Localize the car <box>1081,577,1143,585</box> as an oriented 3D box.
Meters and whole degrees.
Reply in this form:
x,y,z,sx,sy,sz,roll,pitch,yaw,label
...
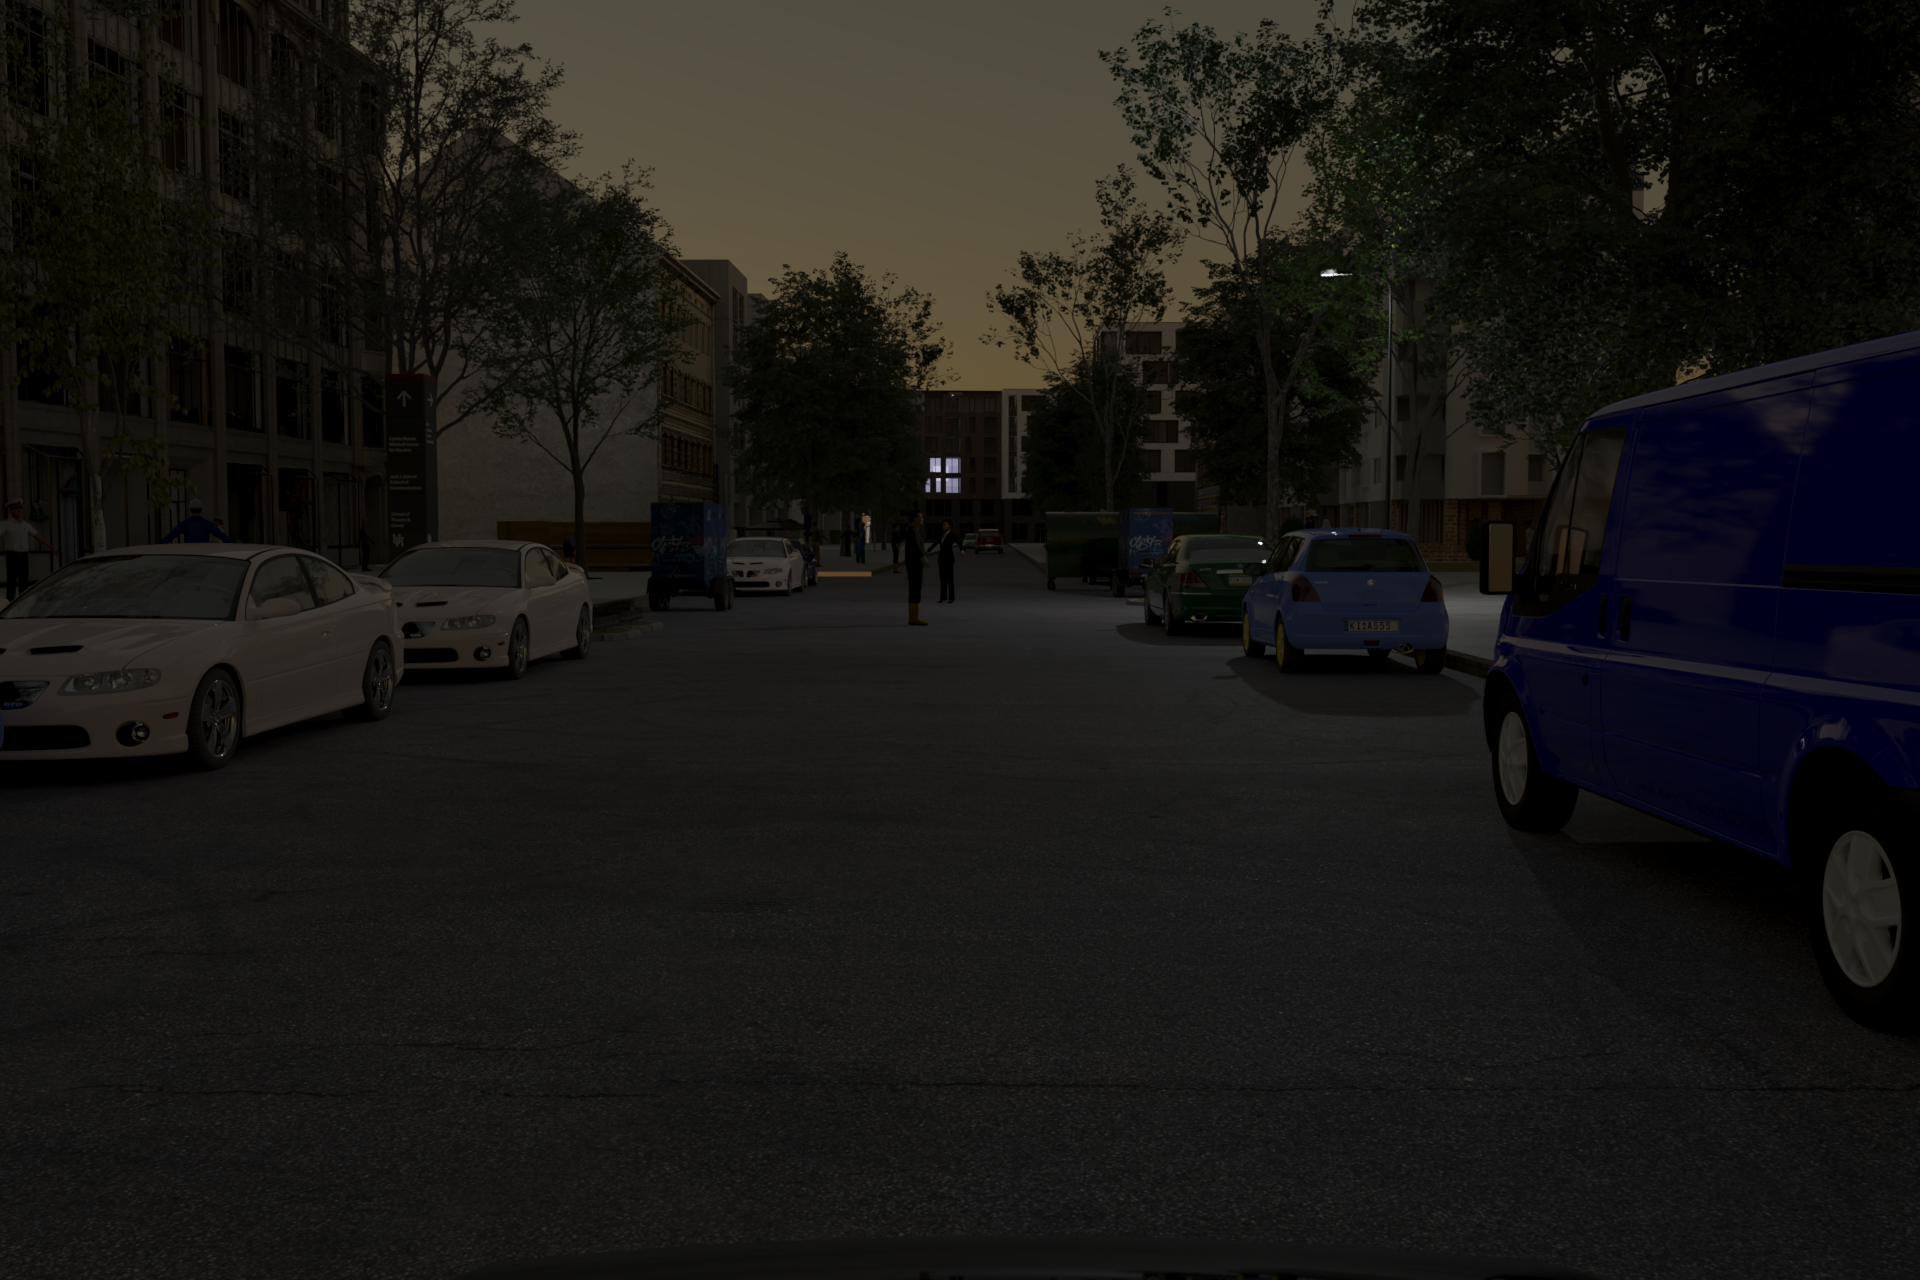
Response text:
x,y,z,sx,sy,sz,roll,pitch,yaw,label
4.495,-2.515,50.158,2.155,1.783,4.494,0,4,0,car

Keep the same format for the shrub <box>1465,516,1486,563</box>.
x,y,z,sx,sy,sz,roll,pitch,yaw,label
23.329,-4.471,77.149,1.661,2.075,1.752,0,3,0,shrub

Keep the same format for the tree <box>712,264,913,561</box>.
x,y,z,sx,sy,sz,roll,pitch,yaw,label
-6.956,-10.790,83.076,9.857,13.997,8.962,0,3,0,tree

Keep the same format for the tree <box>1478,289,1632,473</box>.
x,y,z,sx,sy,sz,roll,pitch,yaw,label
25.092,-8.895,71.191,9.928,11.665,9.643,0,3,0,tree

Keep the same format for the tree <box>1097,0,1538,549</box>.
x,y,z,sx,sy,sz,roll,pitch,yaw,label
11.052,-12.149,54.523,12.611,20.169,13.585,0,3,0,tree

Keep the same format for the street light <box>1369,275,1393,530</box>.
x,y,z,sx,sy,sz,roll,pitch,yaw,label
8.082,-3.541,30.432,1.470,5.913,1.316,0,4,1,street light

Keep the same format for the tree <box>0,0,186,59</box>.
x,y,z,sx,sy,sz,roll,pitch,yaw,label
-11.412,-6.294,13.277,12.009,13.543,11.850,0,3,0,tree

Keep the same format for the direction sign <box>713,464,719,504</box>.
x,y,z,sx,sy,sz,roll,pitch,yaw,label
-7.906,-3.929,56.239,0.379,3.537,0.876,0,4,2,direction sign

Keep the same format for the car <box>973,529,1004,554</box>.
x,y,z,sx,sy,sz,roll,pitch,yaw,label
2.105,-7.198,126.358,2.281,1.827,5.304,0,3,0,car

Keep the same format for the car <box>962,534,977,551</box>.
x,y,z,sx,sy,sz,roll,pitch,yaw,label
1.121,-8.280,144.171,1.959,1.807,4.718,0,4,1,car

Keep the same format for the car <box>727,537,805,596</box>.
x,y,z,sx,sy,sz,roll,pitch,yaw,label
-4.804,-1.777,41.414,2.083,1.381,4.827,0,4,1,car

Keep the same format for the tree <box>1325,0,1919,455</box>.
x,y,z,sx,sy,sz,roll,pitch,yaw,label
10.036,-7.206,24.480,9.857,13.997,8.962,0,3,0,tree

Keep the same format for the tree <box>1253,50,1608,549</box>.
x,y,z,sx,sy,sz,roll,pitch,yaw,label
9.995,-6.848,37.725,9.928,11.665,9.643,0,3,0,tree

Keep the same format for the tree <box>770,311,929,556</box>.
x,y,z,sx,sy,sz,roll,pitch,yaw,label
-6.657,-11.775,99.170,9.857,13.997,8.962,0,3,0,tree

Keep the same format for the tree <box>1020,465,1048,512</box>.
x,y,z,sx,sy,sz,roll,pitch,yaw,label
9.138,-14.085,164.708,7.601,10.594,8.767,0,4,-6,tree

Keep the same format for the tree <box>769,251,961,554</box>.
x,y,z,sx,sy,sz,roll,pitch,yaw,label
-6.315,-15.817,114.505,12.611,20.169,13.585,0,3,0,tree

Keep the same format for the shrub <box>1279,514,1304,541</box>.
x,y,z,sx,sy,sz,roll,pitch,yaw,label
12.283,-3.673,64.089,1.661,2.075,1.752,0,3,0,shrub

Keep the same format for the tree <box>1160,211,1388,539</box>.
x,y,z,sx,sy,sz,roll,pitch,yaw,label
12.650,-10.005,70.230,9.857,13.997,8.962,0,3,0,tree

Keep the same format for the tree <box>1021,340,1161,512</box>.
x,y,z,sx,sy,sz,roll,pitch,yaw,label
8.728,-12.781,115.630,9.857,13.997,8.962,0,3,0,tree

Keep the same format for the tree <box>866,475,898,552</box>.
x,y,z,sx,sy,sz,roll,pitch,yaw,label
-6.172,-10.797,126.895,4.360,8.622,3.978,0,3,0,tree

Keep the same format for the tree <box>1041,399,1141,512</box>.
x,y,z,sx,sy,sz,roll,pitch,yaw,label
9.426,-12.351,127.697,9.928,11.665,9.643,0,3,0,tree

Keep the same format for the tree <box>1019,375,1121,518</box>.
x,y,z,sx,sy,sz,roll,pitch,yaw,label
9.431,-14.220,139.155,9.857,13.997,8.962,0,3,0,tree

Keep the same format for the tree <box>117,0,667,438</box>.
x,y,z,sx,sy,sz,roll,pitch,yaw,label
-11.174,-7.619,34.935,12.009,13.543,11.850,0,3,0,tree

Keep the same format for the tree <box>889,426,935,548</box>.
x,y,z,sx,sy,sz,roll,pitch,yaw,label
-6.015,-14.368,160.676,9.928,11.665,9.643,0,3,0,tree

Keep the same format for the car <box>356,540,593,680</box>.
x,y,z,sx,sy,sz,roll,pitch,yaw,label
-5.231,-0.378,18.549,2.083,1.381,4.827,0,4,1,car

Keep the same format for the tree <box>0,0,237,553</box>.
x,y,z,sx,sy,sz,roll,pitch,yaw,label
-11.288,-4.399,22.282,4.737,8.622,4.395,0,3,0,tree

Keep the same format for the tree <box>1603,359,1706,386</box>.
x,y,z,sx,sy,sz,roll,pitch,yaw,label
25.400,-6.834,62.100,4.360,8.622,3.978,0,3,0,tree

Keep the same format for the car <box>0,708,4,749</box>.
x,y,z,sx,sy,sz,roll,pitch,yaw,label
-5.770,0.143,7.260,1.945,1.707,3.694,0,4,1,car

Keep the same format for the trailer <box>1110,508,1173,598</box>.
x,y,z,sx,sy,sz,roll,pitch,yaw,label
4.215,-2.018,40.041,1.471,1.999,3.904,0,4,0,trailer

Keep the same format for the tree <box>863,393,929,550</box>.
x,y,z,sx,sy,sz,roll,pitch,yaw,label
-6.085,-13.399,137.198,7.486,12.596,7.792,0,3,0,tree

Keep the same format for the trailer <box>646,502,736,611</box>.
x,y,z,sx,sy,sz,roll,pitch,yaw,label
-5.062,-1.518,31.863,1.471,1.999,3.904,0,4,1,trailer

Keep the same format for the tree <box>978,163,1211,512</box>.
x,y,z,sx,sy,sz,roll,pitch,yaw,label
7.331,-14.404,91.402,12.611,20.169,13.585,0,3,0,tree

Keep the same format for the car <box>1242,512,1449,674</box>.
x,y,z,sx,sy,sz,roll,pitch,yaw,label
4.143,-0.581,19.092,1.945,1.707,3.694,0,4,1,car

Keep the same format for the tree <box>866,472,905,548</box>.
x,y,z,sx,sy,sz,roll,pitch,yaw,label
-6.286,-11.923,145.309,4.737,8.622,4.395,0,3,0,tree

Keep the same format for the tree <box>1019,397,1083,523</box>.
x,y,z,sx,sy,sz,roll,pitch,yaw,label
9.479,-15.026,152.323,9.857,13.997,8.962,0,3,0,tree

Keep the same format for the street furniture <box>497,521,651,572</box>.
x,y,z,sx,sy,sz,roll,pitch,yaw,label
-13.986,-3.444,63.156,11.010,1.723,9.812,1,4,8,street furniture

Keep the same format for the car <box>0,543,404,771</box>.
x,y,z,sx,sy,sz,roll,pitch,yaw,label
-5.381,0.023,11.987,2.083,1.381,4.827,0,4,1,car

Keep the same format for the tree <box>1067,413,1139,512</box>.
x,y,z,sx,sy,sz,roll,pitch,yaw,label
8.112,-9.456,104.960,4.360,8.622,3.978,0,3,0,tree

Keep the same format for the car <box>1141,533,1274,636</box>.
x,y,z,sx,sy,sz,roll,pitch,yaw,label
3.823,-0.859,25.849,2.131,1.459,4.920,0,4,0,car

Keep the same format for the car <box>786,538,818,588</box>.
x,y,z,sx,sy,sz,roll,pitch,yaw,label
-4.865,-2.097,46.872,1.945,1.354,3.894,0,4,1,car

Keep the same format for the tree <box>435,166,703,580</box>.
x,y,z,sx,sy,sz,roll,pitch,yaw,label
-10.905,-7.538,49.001,9.928,11.665,9.643,0,3,0,tree
